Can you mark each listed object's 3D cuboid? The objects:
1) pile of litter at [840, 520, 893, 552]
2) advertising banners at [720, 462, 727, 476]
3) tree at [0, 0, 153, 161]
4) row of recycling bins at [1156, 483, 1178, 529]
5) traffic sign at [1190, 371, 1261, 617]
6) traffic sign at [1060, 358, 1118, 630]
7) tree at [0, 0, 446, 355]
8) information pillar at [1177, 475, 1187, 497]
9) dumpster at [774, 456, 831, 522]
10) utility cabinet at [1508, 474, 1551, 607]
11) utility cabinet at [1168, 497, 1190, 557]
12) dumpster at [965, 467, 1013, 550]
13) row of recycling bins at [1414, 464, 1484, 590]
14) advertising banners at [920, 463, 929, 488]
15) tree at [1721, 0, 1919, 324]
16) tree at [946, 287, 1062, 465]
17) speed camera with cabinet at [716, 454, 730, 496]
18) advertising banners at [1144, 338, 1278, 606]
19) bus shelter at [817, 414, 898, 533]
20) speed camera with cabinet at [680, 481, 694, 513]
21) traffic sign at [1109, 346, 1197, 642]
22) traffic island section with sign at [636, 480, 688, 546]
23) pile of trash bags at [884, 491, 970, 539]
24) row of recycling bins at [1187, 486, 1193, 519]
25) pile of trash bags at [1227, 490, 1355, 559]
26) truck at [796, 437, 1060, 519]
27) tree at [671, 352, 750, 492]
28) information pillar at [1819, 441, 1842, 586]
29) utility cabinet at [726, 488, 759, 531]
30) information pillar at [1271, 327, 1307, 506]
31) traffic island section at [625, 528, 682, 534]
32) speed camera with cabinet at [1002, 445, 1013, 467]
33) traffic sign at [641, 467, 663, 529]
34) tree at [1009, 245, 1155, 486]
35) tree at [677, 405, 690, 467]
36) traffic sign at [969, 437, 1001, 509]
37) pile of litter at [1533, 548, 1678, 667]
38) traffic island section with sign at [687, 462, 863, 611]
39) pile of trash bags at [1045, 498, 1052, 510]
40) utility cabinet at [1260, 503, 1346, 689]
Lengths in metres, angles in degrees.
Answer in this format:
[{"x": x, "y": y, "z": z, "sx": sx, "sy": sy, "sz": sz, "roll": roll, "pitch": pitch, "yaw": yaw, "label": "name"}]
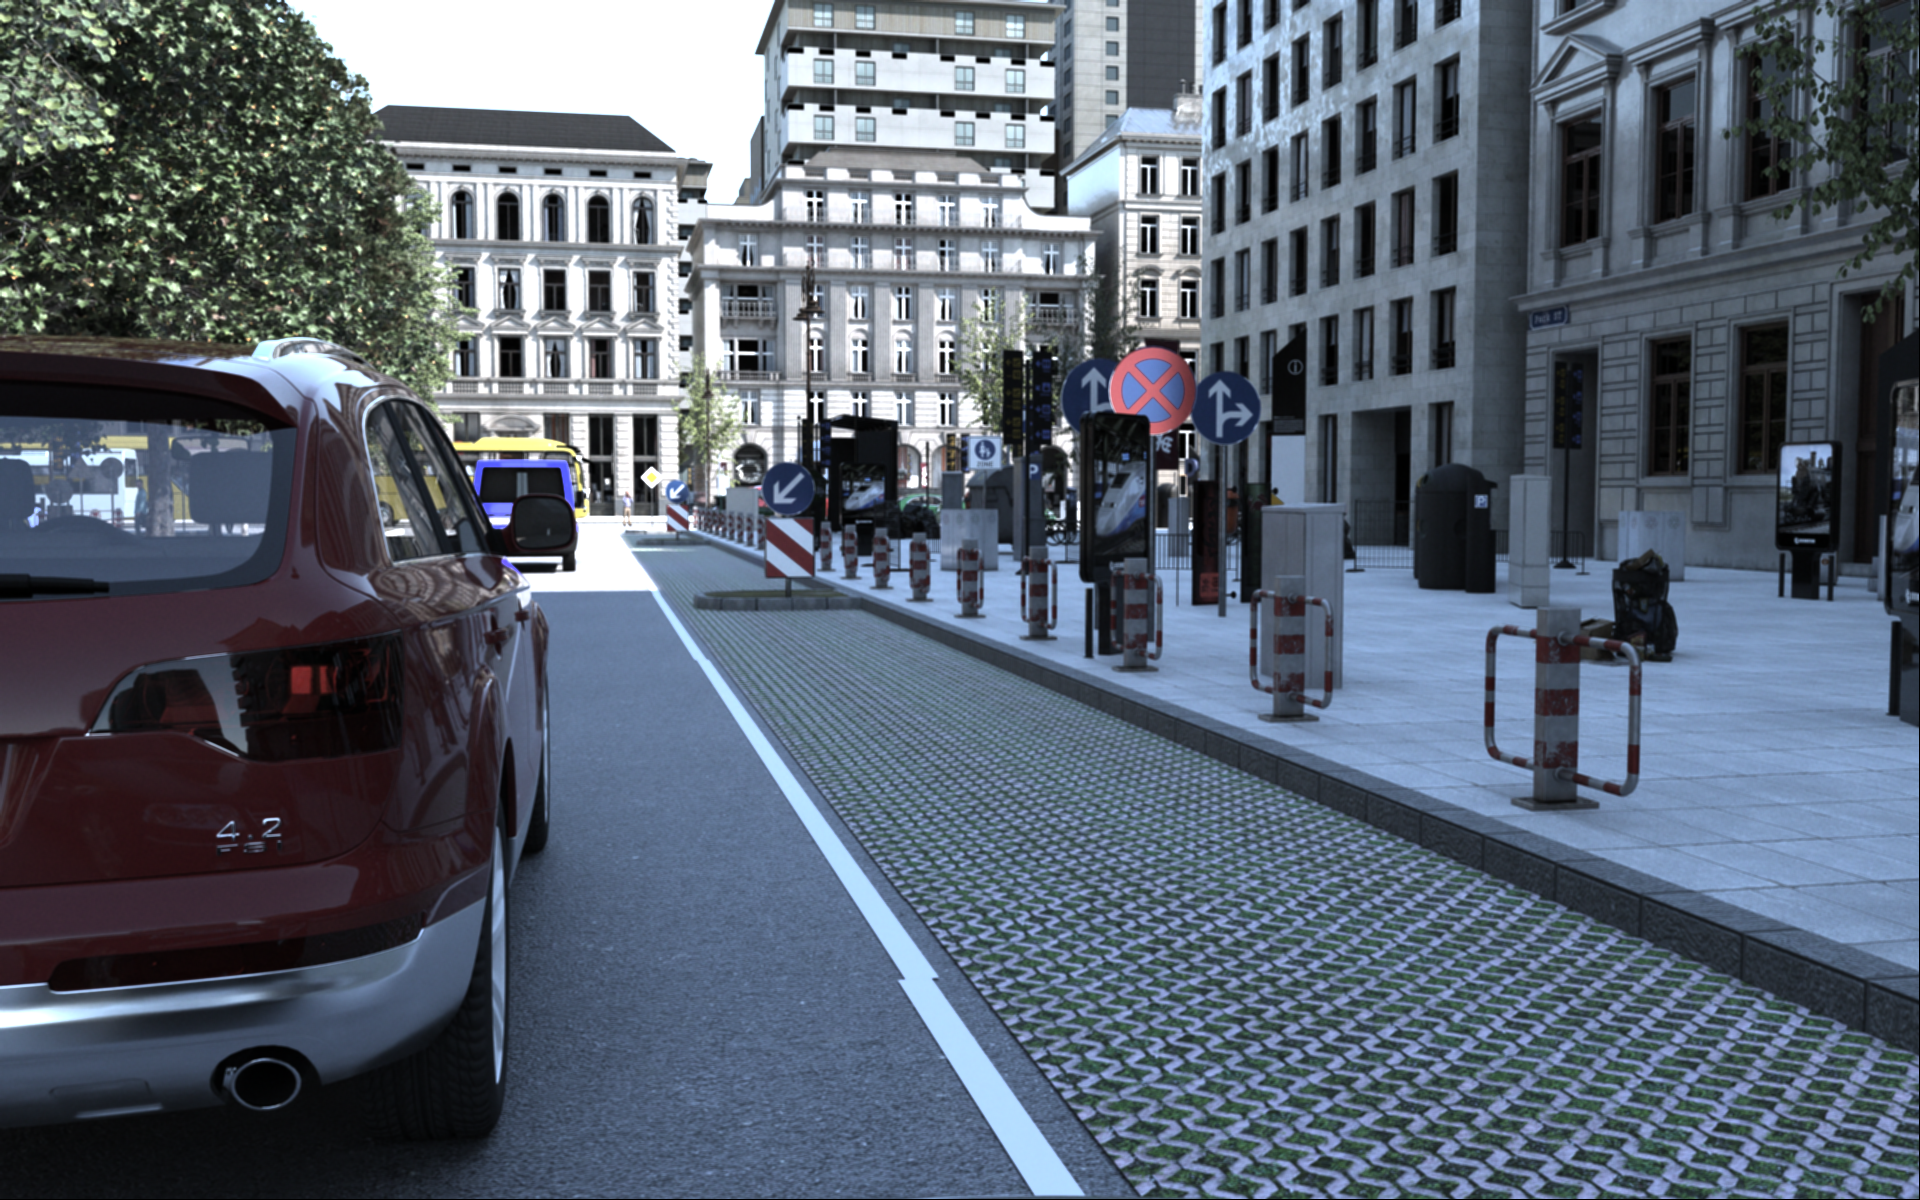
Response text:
[{"x": -2.104, "y": -1.524, "z": 38.882, "sx": 1.176, "sy": 0.858, "sz": 1.719, "roll": -1, "pitch": 4, "yaw": -13, "label": "pile of litter"}, {"x": -12.371, "y": -6.074, "z": 95.490, "sx": 2.074, "sy": 3.025, "sz": 0.090, "roll": 1, "pitch": 4, "yaw": 14, "label": "advertising banners"}, {"x": -10.160, "y": -6.266, "z": 11.569, "sx": 9.857, "sy": 13.997, "sz": 8.962, "roll": 0, "pitch": 3, "yaw": 0, "label": "tree"}, {"x": 6.496, "y": -3.494, "z": 64.233, "sx": 3.534, "sy": 1.692, "sz": 1.069, "roll": -1, "pitch": 4, "yaw": -19, "label": "row of recycling bins"}, {"x": 2.746, "y": -1.098, "z": 18.059, "sx": 0.768, "sy": 2.556, "sz": 0.104, "roll": -1, "pitch": 4, "yaw": -9, "label": "traffic sign"}, {"x": 1.313, "y": -0.994, "z": 16.355, "sx": 0.768, "sy": 2.556, "sz": 0.104, "roll": 0, "pitch": 4, "yaw": -8, "label": "traffic sign"}, {"x": -14.337, "y": -6.807, "z": 30.758, "sx": 9.611, "sy": 12.733, "sz": 9.660, "roll": 0, "pitch": 3, "yaw": 0, "label": "tree"}, {"x": 8.508, "y": -3.786, "z": 66.397, "sx": 0.304, "sy": 2.012, "sz": 0.304, "roll": 0, "pitch": 4, "yaw": -7, "label": "information pillar"}, {"x": -4.221, "y": -2.628, "z": 45.469, "sx": 1.502, "sy": 2.255, "sz": 1.985, "roll": -1, "pitch": 4, "yaw": -12, "label": "dumpster"}, {"x": 6.535, "y": -0.684, "z": 19.854, "sx": 0.318, "sy": 1.500, "sz": 1.173, "roll": 1, "pitch": 4, "yaw": 10, "label": "utility cabinet"}, {"x": 4.509, "y": -1.504, "z": 35.745, "sx": 0.306, "sy": 1.237, "sz": 1.020, "roll": 1, "pitch": 4, "yaw": 16, "label": "utility cabinet"}, {"x": 0.918, "y": -1.931, "z": 37.332, "sx": 1.264, "sy": 1.857, "sz": 1.865, "roll": -1, "pitch": 4, "yaw": -12, "label": "dumpster"}, {"x": 7.034, "y": -1.081, "z": 24.781, "sx": 1.069, "sy": 1.692, "sz": 3.534, "roll": 1, "pitch": 4, "yaw": 14, "label": "row of recycling bins"}, {"x": -1.259, "y": -6.184, "z": 97.300, "sx": 2.074, "sy": 3.025, "sz": 0.090, "roll": -1, "pitch": 4, "yaw": -19, "label": "advertising banners"}, {"x": 9.410, "y": -4.010, "z": 15.926, "sx": 4.737, "sy": 8.622, "sz": 4.395, "roll": 0, "pitch": 3, "yaw": 0, "label": "tree"}, {"x": 1.534, "y": -6.865, "z": 62.609, "sx": 4.737, "sy": 8.622, "sz": 4.395, "roll": 0, "pitch": 3, "yaw": 0, "label": "tree"}, {"x": -11.504, "y": -5.526, "z": 84.678, "sx": 0.660, "sy": 3.252, "sz": 2.038, "roll": -1, "pitch": 4, "yaw": -13, "label": "speed camera with cabinet"}, {"x": 2.908, "y": -1.458, "z": 20.029, "sx": 2.074, "sy": 3.025, "sz": 0.090, "roll": -2, "pitch": 4, "yaw": -35, "label": "advertising banners"}, {"x": -3.236, "y": -3.853, "z": 54.278, "sx": 1.731, "sy": 3.624, "sz": 6.357, "roll": -1, "pitch": 4, "yaw": -12, "label": "bus shelter"}, {"x": -18.251, "y": -7.559, "z": 117.919, "sx": 2.038, "sy": 3.252, "sz": 0.660, "roll": 2, "pitch": 4, "yaw": 34, "label": "speed camera with cabinet"}, {"x": 1.656, "y": -0.911, "z": 14.995, "sx": 0.768, "sy": 2.556, "sz": 0.104, "roll": 0, "pitch": 4, "yaw": -5, "label": "traffic sign"}, {"x": -8.084, "y": -2.448, "z": 48.657, "sx": 1.989, "sy": 1.847, "sz": 2.006, "roll": -1, "pitch": 4, "yaw": -12, "label": "traffic island section with sign"}, {"x": -0.983, "y": -2.460, "z": 49.966, "sx": 3.447, "sy": 1.369, "sz": 1.912, "roll": -1, "pitch": 4, "yaw": -9, "label": "pile of trash bags"}, {"x": 11.675, "y": -5.108, "z": 90.631, "sx": 1.069, "sy": 1.692, "sz": 3.534, "roll": 2, "pitch": 4, "yaw": 34, "label": "row of recycling bins"}, {"x": 6.336, "y": -1.538, "z": 34.897, "sx": 1.912, "sy": 1.369, "sz": 3.447, "roll": -3, "pitch": 4, "yaw": -36, "label": "pile of trash bags"}, {"x": 0.772, "y": -5.721, "z": 83.293, "sx": 18.799, "sy": 4.110, "sz": 2.967, "roll": -1, "pitch": 4, "yaw": -11, "label": "truck"}, {"x": -12.884, "y": -8.463, "z": 88.738, "sx": 4.737, "sy": 8.622, "sz": 4.395, "roll": 0, "pitch": 3, "yaw": 0, "label": "tree"}, {"x": 12.164, "y": -1.211, "z": 24.290, "sx": 0.304, "sy": 2.012, "sz": 0.304, "roll": 2, "pitch": 4, "yaw": 30, "label": "information pillar"}, {"x": -7.531, "y": -3.135, "z": 59.941, "sx": 1.173, "sy": 1.500, "sz": 0.318, "roll": 2, "pitch": 4, "yaw": 28, "label": "utility cabinet"}, {"x": 4.662, "y": -2.027, "z": 24.501, "sx": 0.504, "sy": 3.616, "sz": 0.183, "roll": 1, "pitch": 4, "yaw": 18, "label": "information pillar"}, {"x": -11.244, "y": -2.516, "z": 63.420, "sx": 2.009, "sy": 0.180, "sz": 2.903, "roll": -1, "pitch": 4, "yaw": -12, "label": "traffic island section"}, {"x": 1.016, "y": -3.707, "z": 54.946, "sx": 0.660, "sy": 3.252, "sz": 2.038, "roll": -2, "pitch": 4, "yaw": -29, "label": "speed camera with cabinet"}, {"x": -11.265, "y": -3.651, "z": 63.338, "sx": 0.795, "sy": 2.450, "sz": 0.064, "roll": -1, "pitch": 4, "yaw": -12, "label": "traffic sign"}, {"x": 3.877, "y": -6.183, "z": 51.458, "sx": 4.360, "sy": 8.622, "sz": 3.978, "roll": 0, "pitch": 3, "yaw": 0, "label": "tree"}, {"x": -29.752, "y": -15.865, "z": 166.823, "sx": 7.806, "sy": 13.903, "sz": 7.818, "roll": 0, "pitch": 3, "yaw": 0, "label": "tree"}, {"x": 0.437, "y": -1.736, "z": 30.506, "sx": 0.606, "sy": 2.300, "sz": 0.079, "roll": 0, "pitch": 4, "yaw": -4, "label": "traffic sign"}, {"x": 5.125, "y": 0.015, "z": 13.725, "sx": 1.176, "sy": 0.858, "sz": 1.719, "roll": 3, "pitch": 5, "yaw": 41, "label": "pile of litter"}, {"x": -2.373, "y": -0.822, "z": 22.060, "sx": 1.989, "sy": 1.847, "sz": 2.006, "roll": -1, "pitch": 4, "yaw": -12, "label": "traffic island section with sign"}, {"x": 3.509, "y": -5.193, "z": 94.656, "sx": 3.447, "sy": 1.369, "sz": 1.912, "roll": 2, "pitch": 4, "yaw": 33, "label": "pile of trash bags"}, {"x": 2.329, "y": -0.044, "z": 11.877, "sx": 0.306, "sy": 1.237, "sz": 1.020, "roll": 0, "pitch": 4, "yaw": -6, "label": "utility cabinet"}]
